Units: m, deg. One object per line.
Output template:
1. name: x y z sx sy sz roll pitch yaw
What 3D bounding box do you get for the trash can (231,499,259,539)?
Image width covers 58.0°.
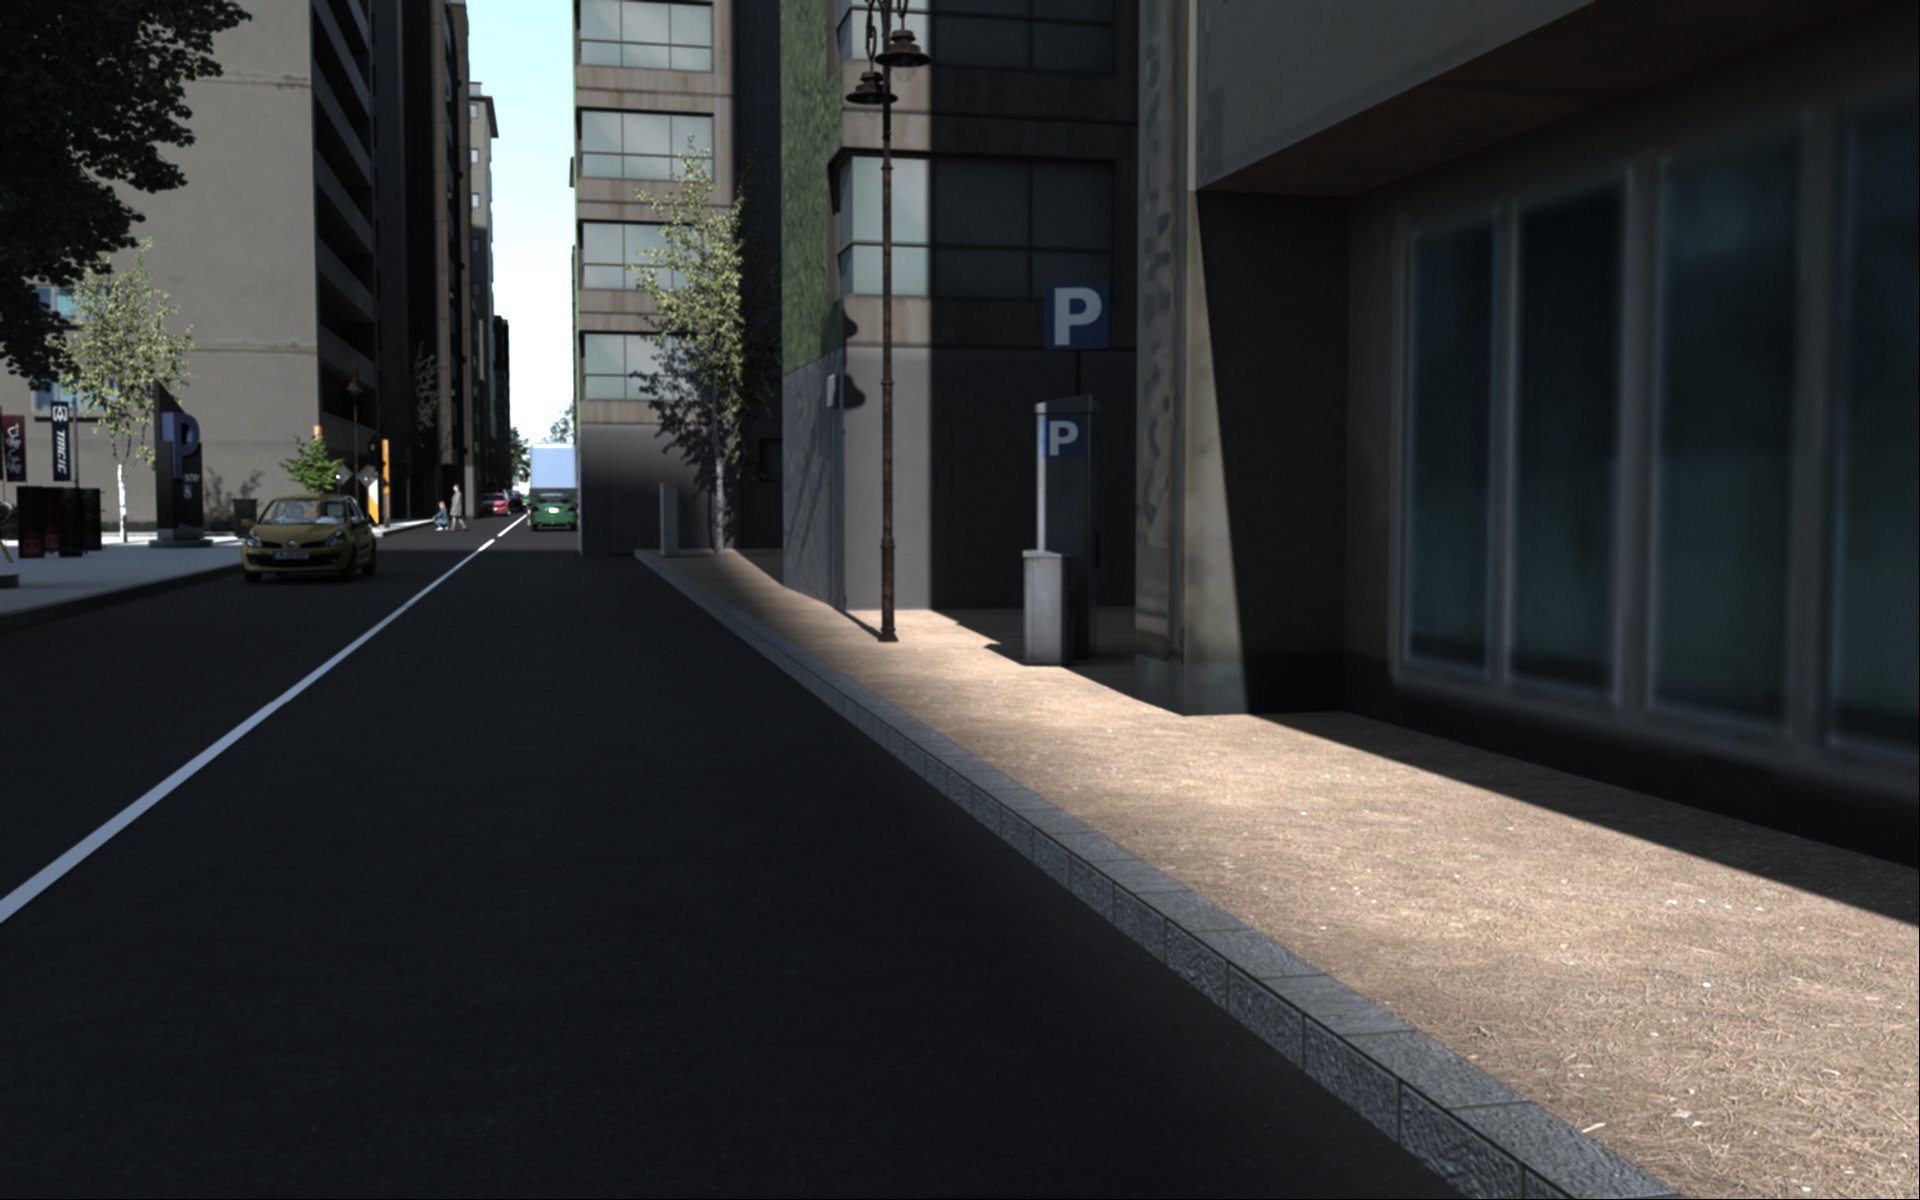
1. trash can: -20.452 -2.319 49.565 0.748 1.137 0.748 0 3 0

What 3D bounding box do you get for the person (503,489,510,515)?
1. person: -29.945 -6.458 114.434 0.444 1.785 0.601 0 4 6

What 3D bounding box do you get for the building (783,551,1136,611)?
1. building: 4.002 -20.941 25.982 14.154 41.232 14.086 -1 4 -13

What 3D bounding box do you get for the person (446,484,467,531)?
1. person: -19.478 -3.571 66.981 0.767 1.812 0.694 -1 4 -10

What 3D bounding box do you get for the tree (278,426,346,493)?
1. tree: -18.322 -3.360 49.538 1.663 3.219 1.824 0 3 0

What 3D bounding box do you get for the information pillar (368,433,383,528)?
1. information pillar: -22.435 -4.579 66.218 0.504 3.616 0.183 3 4 39

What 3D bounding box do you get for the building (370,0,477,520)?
1. building: -33.620 -19.623 92.542 14.160 30.474 14.107 -1 4 -13

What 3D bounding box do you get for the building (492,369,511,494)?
1. building: -79.912 -24.862 251.525 27.650 21.520 28.899 -1 4 -13

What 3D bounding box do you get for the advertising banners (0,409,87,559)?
1. advertising banners: -18.617 -2.356 34.705 0.090 3.025 2.074 3 5 40

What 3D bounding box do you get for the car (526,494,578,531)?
1. car: -15.997 -3.452 68.233 2.131 1.459 4.920 -1 4 -13

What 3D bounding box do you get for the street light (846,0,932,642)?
1. street light: -0.626 -2.575 14.895 0.468 5.910 1.993 -1 4 -13

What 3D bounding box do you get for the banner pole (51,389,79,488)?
1. banner pole: -21.256 -3.135 41.267 0.401 3.779 0.863 2 4 25

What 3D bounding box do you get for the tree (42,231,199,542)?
1. tree: -22.208 -5.834 45.751 4.737 8.622 4.395 0 3 0

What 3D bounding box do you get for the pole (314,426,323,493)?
1. pole: -19.194 -3.549 51.866 0.158 3.312 0.155 0 3 0

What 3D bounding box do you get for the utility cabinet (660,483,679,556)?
1. utility cabinet: -5.967 -1.647 35.610 0.318 1.500 1.173 -1 4 -13

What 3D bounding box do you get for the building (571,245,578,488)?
1. building: -38.231 -26.385 203.090 14.160 30.474 14.107 -1 4 -13

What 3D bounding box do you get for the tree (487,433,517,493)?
1. tree: -55.290 -15.740 207.717 4.360 8.622 3.978 0 3 0

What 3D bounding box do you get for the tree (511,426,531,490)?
1. tree: -74.415 -22.582 287.343 7.486 12.596 7.792 0 3 0

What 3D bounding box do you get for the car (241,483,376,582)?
1. car: -11.020 -1.175 29.431 2.015 1.641 3.980 -1 4 -11

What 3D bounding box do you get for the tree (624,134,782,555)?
1. tree: -4.829 -5.259 36.351 4.737 8.622 4.395 0 3 0

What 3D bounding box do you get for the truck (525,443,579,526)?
1. truck: -19.925 -5.822 84.955 2.967 4.110 18.799 -1 4 -13

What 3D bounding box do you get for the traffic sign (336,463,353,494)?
1. traffic sign: -18.440 -2.927 51.495 0.795 2.450 0.064 -1 4 -13

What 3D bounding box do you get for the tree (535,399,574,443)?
1. tree: -48.175 -18.778 217.393 12.009 13.543 11.850 0 3 0

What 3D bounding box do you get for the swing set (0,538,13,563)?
1. swing set: -19.021 -2.036 30.911 2.862 2.851 3.119 0 4 -6

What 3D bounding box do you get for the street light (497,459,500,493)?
1. street light: -57.271 -14.828 215.219 0.468 5.910 1.993 -1 4 -13

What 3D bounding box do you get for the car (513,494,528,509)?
1. car: -42.693 -9.803 169.075 1.959 1.807 4.718 -1 4 -15

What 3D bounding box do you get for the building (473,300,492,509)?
1. building: -59.453 -19.471 163.390 27.650 21.520 28.899 -1 4 -13

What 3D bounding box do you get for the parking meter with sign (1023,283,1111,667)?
1. parking meter with sign: 0.823 -1.061 13.617 0.543 3.016 1.738 1 4 10

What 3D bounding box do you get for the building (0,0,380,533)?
1. building: -34.516 -27.008 65.278 21.300 48.544 21.600 -1 4 -13

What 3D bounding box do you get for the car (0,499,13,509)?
1. car: -29.975 -2.623 53.111 3.980 1.641 2.015 -1 4 -11

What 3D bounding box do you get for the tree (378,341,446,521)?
1. tree: -26.760 -8.125 83.211 4.360 8.622 3.978 0 3 0

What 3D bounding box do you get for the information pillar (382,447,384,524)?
1. information pillar: -24.520 -5.014 73.333 0.183 3.616 0.504 -3 4 -36

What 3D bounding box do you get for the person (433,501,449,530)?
1. person: -20.795 -3.370 69.093 0.738 1.151 1.012 0 4 -2

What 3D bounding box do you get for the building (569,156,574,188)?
1. building: -44.791 -41.353 265.356 28.713 52.752 27.495 -1 4 -13

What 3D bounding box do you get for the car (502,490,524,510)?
1. car: -40.442 -9.013 156.032 2.281 1.827 5.304 -1 4 -13

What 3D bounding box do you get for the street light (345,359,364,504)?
1. street light: -20.735 -5.302 59.470 0.468 5.910 1.993 -1 4 -13

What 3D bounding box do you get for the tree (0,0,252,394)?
1. tree: -11.018 -6.704 16.271 9.857 13.997 8.962 0 3 0

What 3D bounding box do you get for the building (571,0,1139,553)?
1. building: -3.436 -22.220 46.884 14.154 41.232 14.086 -1 4 -13

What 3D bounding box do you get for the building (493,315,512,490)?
1. building: -78.452 -30.699 273.635 14.160 30.474 14.107 -1 4 -13

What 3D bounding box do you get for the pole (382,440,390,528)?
1. pole: -21.468 -4.340 64.795 0.158 3.312 0.155 0 3 0

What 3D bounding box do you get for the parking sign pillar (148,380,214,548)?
1. parking sign pillar: -18.801 -3.255 41.696 1.447 3.967 1.447 0 4 8

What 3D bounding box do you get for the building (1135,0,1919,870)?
1. building: 13.857 -23.111 1.569 21.300 48.544 21.600 -1 4 -13

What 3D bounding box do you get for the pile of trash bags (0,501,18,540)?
1. pile of trash bags: -27.578 -2.315 47.609 3.447 1.369 1.912 -3 5 -42

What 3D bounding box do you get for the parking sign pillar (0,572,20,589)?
1. parking sign pillar: -13.690 -2.148 23.584 1.447 3.967 1.447 -2 4 -32

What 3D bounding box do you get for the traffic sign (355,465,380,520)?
1. traffic sign: -20.263 -3.402 59.270 0.795 2.450 0.064 -1 4 -13

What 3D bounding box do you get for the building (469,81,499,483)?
1. building: -74.176 -38.763 223.007 28.713 52.752 27.495 -1 4 -13

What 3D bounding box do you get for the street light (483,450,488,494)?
1. street light: -47.156 -12.192 172.124 0.468 5.910 1.993 -1 4 -13

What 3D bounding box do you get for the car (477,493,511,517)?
1. car: -29.844 -6.223 110.781 2.155 1.783 4.494 -1 4 -14

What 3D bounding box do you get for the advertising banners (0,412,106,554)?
1. advertising banners: -20.358 -2.610 38.857 2.074 3.025 0.090 -2 4 -29
